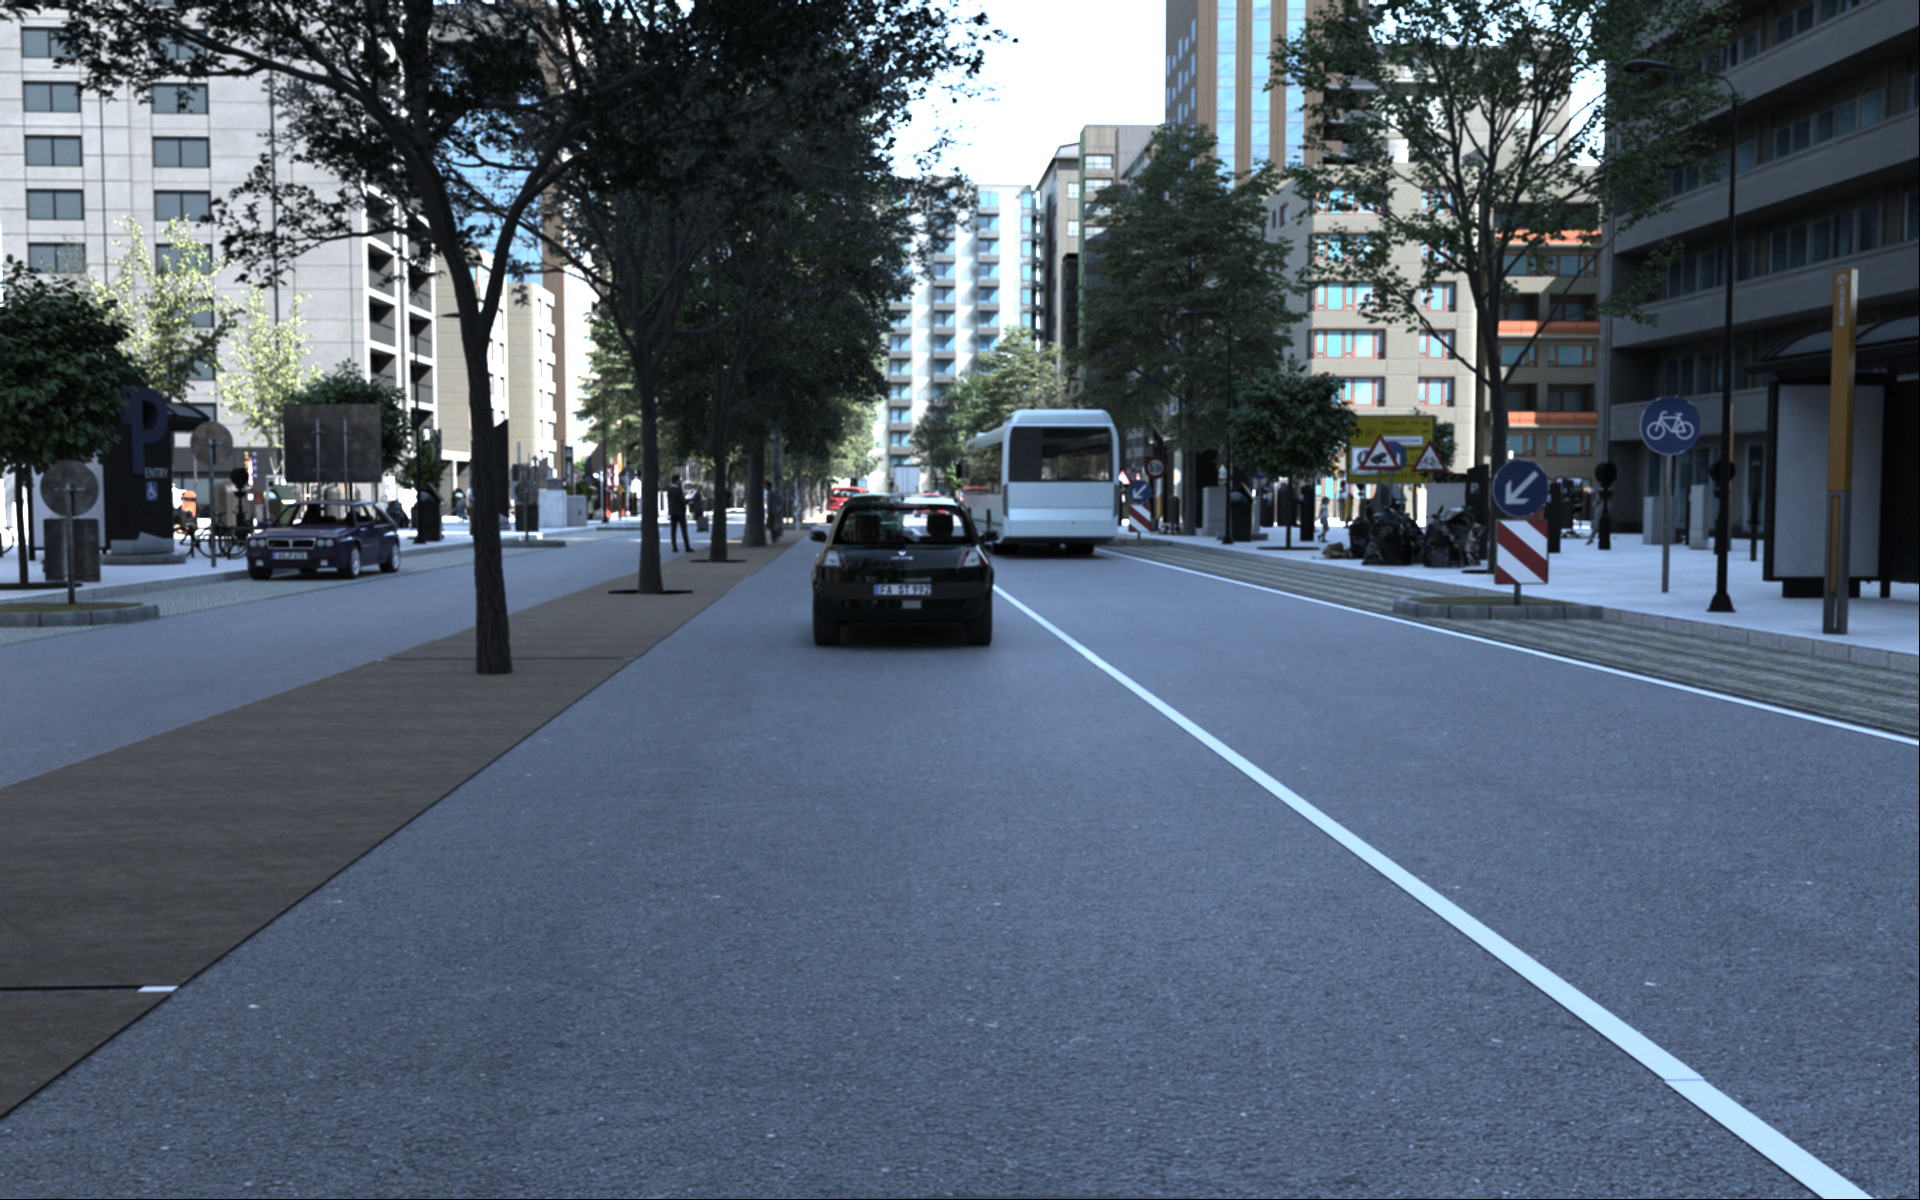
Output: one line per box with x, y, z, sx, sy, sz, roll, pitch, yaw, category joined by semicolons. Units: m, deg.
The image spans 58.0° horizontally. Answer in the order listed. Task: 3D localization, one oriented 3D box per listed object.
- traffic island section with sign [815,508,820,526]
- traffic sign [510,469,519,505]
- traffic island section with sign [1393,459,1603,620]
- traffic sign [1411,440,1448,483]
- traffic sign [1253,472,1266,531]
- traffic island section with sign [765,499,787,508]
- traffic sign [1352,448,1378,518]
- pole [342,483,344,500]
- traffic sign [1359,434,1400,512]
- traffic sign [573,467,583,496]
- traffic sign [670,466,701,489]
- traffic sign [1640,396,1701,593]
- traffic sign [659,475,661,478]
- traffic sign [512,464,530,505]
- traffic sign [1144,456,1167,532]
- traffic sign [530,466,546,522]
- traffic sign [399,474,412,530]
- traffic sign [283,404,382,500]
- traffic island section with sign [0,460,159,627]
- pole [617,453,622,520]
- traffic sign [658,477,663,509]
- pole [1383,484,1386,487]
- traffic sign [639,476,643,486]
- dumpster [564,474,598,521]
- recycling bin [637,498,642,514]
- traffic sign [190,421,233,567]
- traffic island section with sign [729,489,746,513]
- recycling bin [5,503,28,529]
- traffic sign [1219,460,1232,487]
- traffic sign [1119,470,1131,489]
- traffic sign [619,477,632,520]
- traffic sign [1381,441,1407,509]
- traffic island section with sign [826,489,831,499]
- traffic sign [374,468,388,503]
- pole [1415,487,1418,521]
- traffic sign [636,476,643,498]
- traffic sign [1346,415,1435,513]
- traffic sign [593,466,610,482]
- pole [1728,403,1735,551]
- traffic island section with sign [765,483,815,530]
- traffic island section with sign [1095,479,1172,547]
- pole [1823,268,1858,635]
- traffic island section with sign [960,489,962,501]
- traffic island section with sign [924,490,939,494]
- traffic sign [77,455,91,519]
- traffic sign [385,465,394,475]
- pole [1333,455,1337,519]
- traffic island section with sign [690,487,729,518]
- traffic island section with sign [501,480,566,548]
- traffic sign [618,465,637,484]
-7.402;-4.230;77.301;2.006;1.907;1.989;0;4;-3;traffic island section with sign
-19.721;-4.720;77.270;0.768;2.556;0.104;0;4;3;traffic sign
6.266;-0.731;20.574;1.989;1.847;2.006;0;4;-3;traffic island section with sign
11.273;-2.548;41.663;0.884;2.594;0.081;0;4;-1;traffic sign
10.420;-3.684;60.340;0.768;2.556;0.104;0;4;1;traffic sign
-19.170;-10.472;179.847;1.989;1.847;2.006;0;4;-3;traffic island section with sign
8.810;-2.176;37.715;0.606;2.300;0.079;0;4;3;traffic sign
-29.795;-5.497;83.727;0.158;3.312;0.155;0;3;0;pole
9.069;-2.292;37.485;0.884;2.594;0.081;0;4;5;traffic sign
-18.171;-4.988;81.653;0.768;2.556;0.104;0;4;-2;traffic sign
-20.070;-8.113;126.525;2.265;3.308;0.079;0;4;5;traffic sign
9.199;-1.371;22.517;0.768;2.556;0.104;0;4;5;traffic sign
-13.745;-4.589;77.225;0.795;2.593;0.064;0;4;-3;traffic sign
-15.012;-3.498;59.315;0.606;2.300;0.079;0;4;-1;traffic sign
6.593;-3.570;58.482;0.768;2.556;0.104;0;3;0;traffic sign
-19.443;-4.872;79.765;0.768;2.556;0.104;0;4;3;traffic sign
-19.400;-3.741;61.177;0.884;2.594;0.081;0;4;4;traffic sign
-14.191;-2.771;39.175;2.265;3.308;0.079;0;4;5;traffic sign
-10.222;-0.662;19.456;1.989;1.847;2.006;0;4;-3;traffic island section with sign
-17.036;-5.679;86.692;0.158;3.312;0.155;0;3;0;pole
-17.714;-6.091;101.717;0.606;2.300;0.079;0;4;2;traffic sign
17.097;-4.631;69.568;0.158;3.312;0.155;0;3;0;pole
-21.498;-7.210;117.987;0.768;2.556;0.104;0;4;6;traffic sign
-18.478;-4.991;84.093;1.502;2.255;1.985;0;4;-3;dumpster
-20.129;-5.966;110.096;0.722;1.027;0.722;0;4;-3;recycling bin
-13.101;-1.848;30.327;0.768;2.556;0.104;0;4;4;traffic sign
-16.329;-7.354;128.858;1.989;1.847;2.006;0;4;-3;traffic island section with sign
-34.352;-3.101;63.260;0.722;1.027;0.722;3;4;38;recycling bin
10.013;-4.051;66.234;0.884;2.594;0.081;0;4;5;traffic sign
8.747;-5.706;93.296;0.884;2.594;0.081;0;4;-1;traffic sign
-16.221;-5.008;84.012;0.606;2.300;0.079;0;4;-2;traffic sign
10.401;-2.554;41.856;0.768;2.556;0.104;0;4;3;traffic sign
-11.602;-8.819;152.322;2.006;1.907;1.989;0;4;-3;traffic island section with sign
-15.536;-2.812;46.085;0.768;2.556;0.104;0;4;1;traffic sign
21.430;-5.350;81.318;0.158;3.312;0.155;0;3;0;pole
-22.694;-7.455;121.888;0.884;2.594;0.081;0;4;2;traffic sign
11.074;-3.103;44.602;2.265;3.308;0.079;0;4;0;traffic sign
-16.791;-4.979;81.134;0.795;2.593;0.064;0;4;1;traffic sign
17.216;-2.750;38.811;0.158;3.312;0.155;0;3;0;pole
-6.999;-3.778;69.905;2.006;1.907;1.989;0;4;-3;traffic island section with sign
4.742;-2.404;47.936;1.989;1.847;2.006;0;4;-3;traffic island section with sign
8.033;-1.343;15.801;0.158;3.312;0.155;0;3;0;pole
0.149;-7.431;130.118;1.989;1.847;2.006;0;4;-3;traffic island section with sign
-2.622;-10.470;179.819;1.989;1.847;2.006;0;4;-3;traffic island section with sign
-16.538;-1.973;32.361;0.768;2.556;0.104;0;4;5;traffic sign
-16.796;-3.109;50.570;0.795;2.593;0.064;0;4;-1;traffic sign
19.624;-5.914;90.534;0.158;3.312;0.155;0;3;0;pole
-14.814;-5.703;101.875;1.989;1.847;2.006;0;4;-3;traffic island section with sign
-11.734;-2.332;46.764;1.989;1.847;2.006;0;4;-3;traffic island section with sign
-13.299;-4.102;69.253;0.795;2.593;0.064;0;4;-3;traffic sign
